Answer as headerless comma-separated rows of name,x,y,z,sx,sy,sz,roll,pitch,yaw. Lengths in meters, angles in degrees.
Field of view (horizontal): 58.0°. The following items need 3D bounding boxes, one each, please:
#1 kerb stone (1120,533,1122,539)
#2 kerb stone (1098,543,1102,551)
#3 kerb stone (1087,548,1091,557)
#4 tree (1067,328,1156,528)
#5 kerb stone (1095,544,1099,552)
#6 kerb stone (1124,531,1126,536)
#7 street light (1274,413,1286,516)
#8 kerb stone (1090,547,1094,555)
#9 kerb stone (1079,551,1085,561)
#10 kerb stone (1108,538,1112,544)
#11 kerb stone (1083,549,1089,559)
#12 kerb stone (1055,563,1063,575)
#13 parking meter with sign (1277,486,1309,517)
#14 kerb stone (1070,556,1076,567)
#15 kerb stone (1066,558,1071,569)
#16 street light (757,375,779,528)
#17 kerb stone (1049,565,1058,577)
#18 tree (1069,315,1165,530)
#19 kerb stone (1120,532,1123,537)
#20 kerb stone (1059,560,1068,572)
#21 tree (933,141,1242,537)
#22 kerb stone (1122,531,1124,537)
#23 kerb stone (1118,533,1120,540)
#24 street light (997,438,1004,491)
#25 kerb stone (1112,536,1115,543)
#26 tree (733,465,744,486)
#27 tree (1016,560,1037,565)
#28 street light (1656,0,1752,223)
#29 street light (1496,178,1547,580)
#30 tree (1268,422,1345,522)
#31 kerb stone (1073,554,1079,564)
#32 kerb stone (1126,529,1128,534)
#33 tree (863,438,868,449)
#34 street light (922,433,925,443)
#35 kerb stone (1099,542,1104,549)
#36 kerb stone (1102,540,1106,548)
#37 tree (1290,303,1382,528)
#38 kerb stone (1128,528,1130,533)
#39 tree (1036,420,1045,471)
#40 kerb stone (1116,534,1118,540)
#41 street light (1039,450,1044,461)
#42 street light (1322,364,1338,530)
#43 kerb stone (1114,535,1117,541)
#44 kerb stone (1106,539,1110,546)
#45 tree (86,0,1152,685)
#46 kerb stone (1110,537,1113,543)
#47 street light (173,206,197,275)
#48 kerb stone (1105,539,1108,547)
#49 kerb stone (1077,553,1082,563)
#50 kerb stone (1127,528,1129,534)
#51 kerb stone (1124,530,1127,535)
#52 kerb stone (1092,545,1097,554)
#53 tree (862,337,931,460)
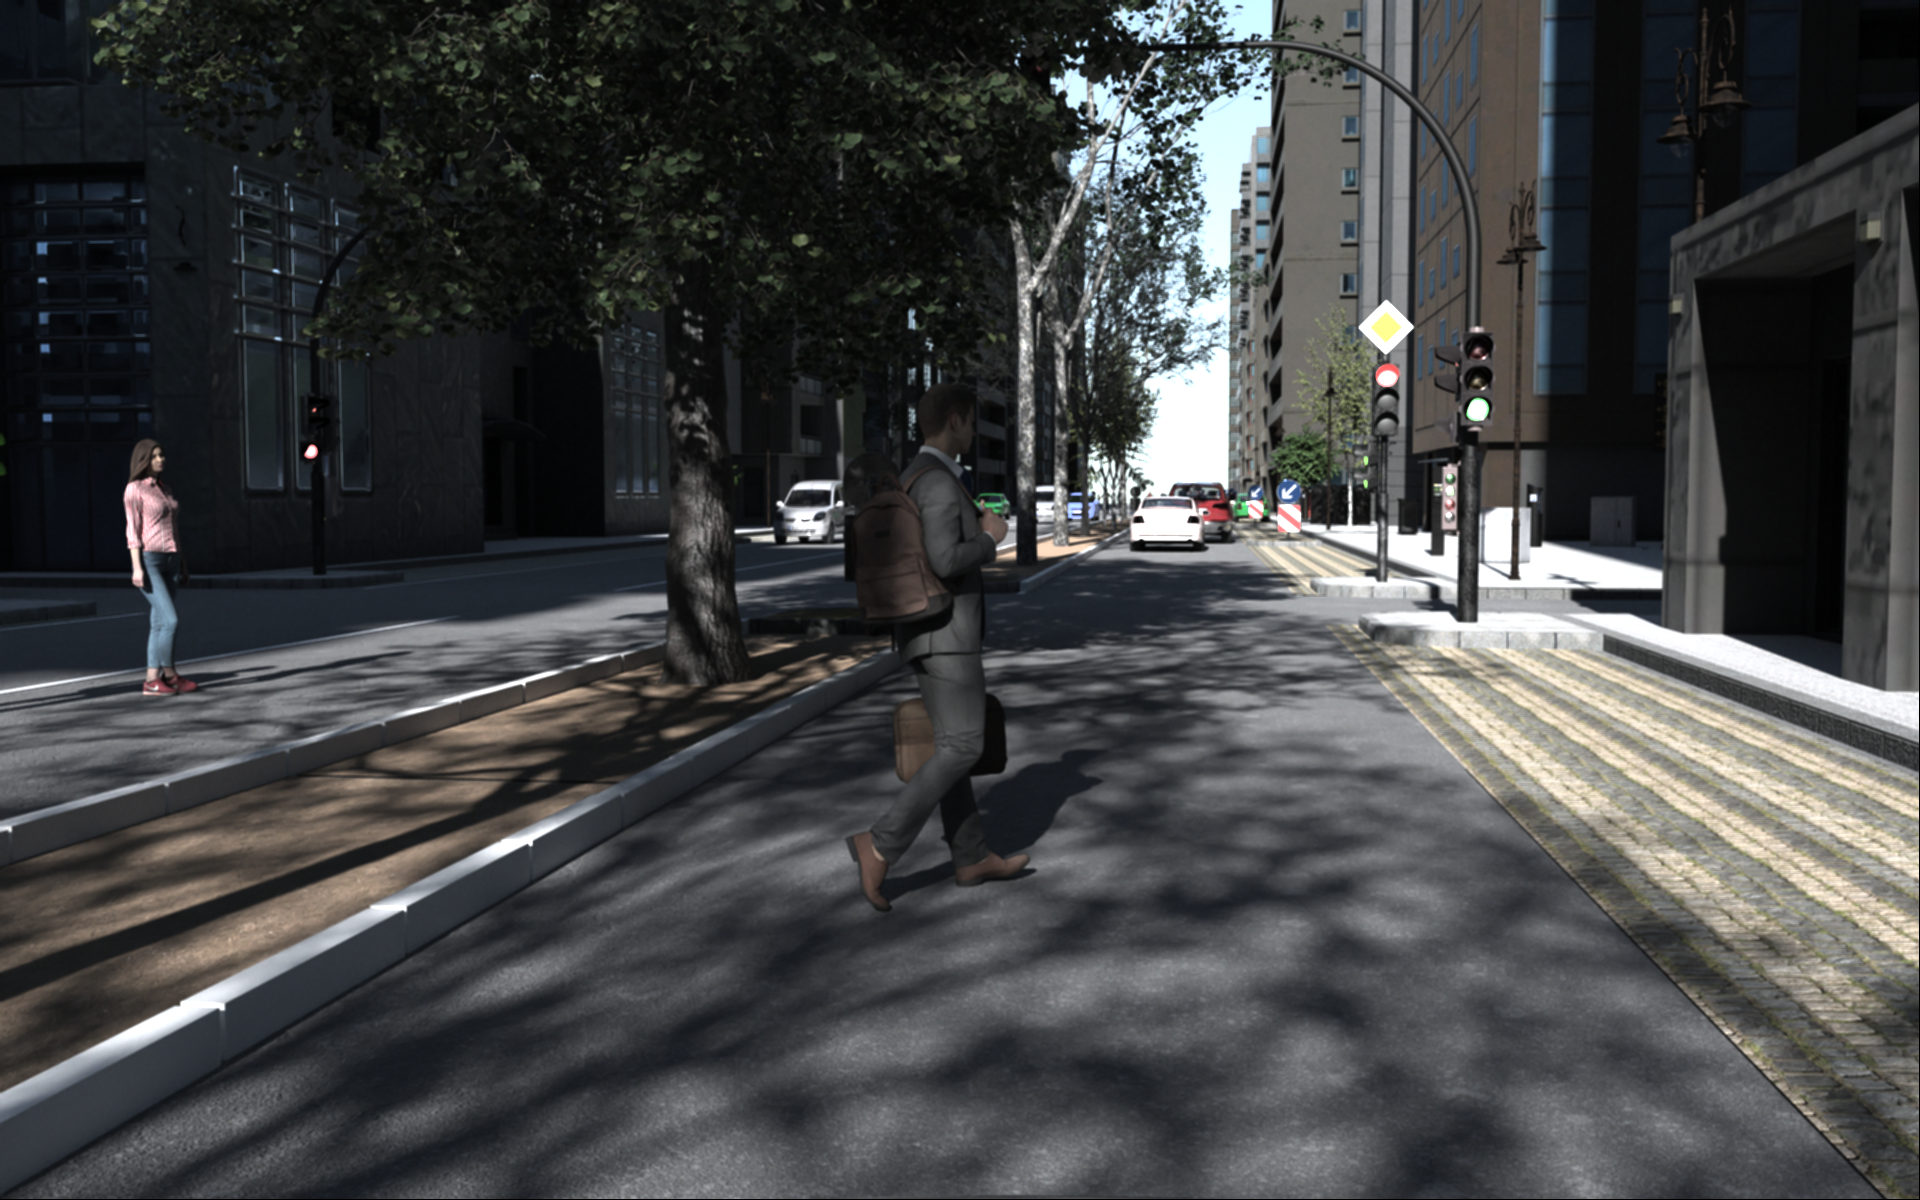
kerb stone,4.893,-1.955,54.159,0.120,0.150,1.000,0,4,8
kerb stone,3.363,-1.271,42.979,0.120,0.150,1.000,0,4,8
kerb stone,2.806,-1.023,38.915,0.120,0.150,1.000,0,4,8
tree,6.984,-7.727,79.162,4.737,8.622,4.395,0,3,0
kerb stone,3.225,-1.209,41.966,0.120,0.150,1.000,0,4,8
kerb stone,5.305,-2.134,57.214,0.120,0.150,1.000,0,4,8
street light,18.841,-7.936,102.541,0.468,5.910,1.993,0,4,8
kerb stone,2.938,-1.085,39.929,0.120,0.150,1.000,0,4,8
kerb stone,2.523,-0.895,36.869,0.120,0.150,1.000,0,4,8
kerb stone,4.060,-1.582,48.063,0.120,0.150,1.000,0,4,8
kerb stone,2.667,-0.960,37.897,0.120,0.150,1.000,0,4,8
kerb stone,1.694,-0.524,30.768,0.120,0.150,1.000,0,4,8
parking meter with sign,18.571,-6.136,96.582,1.738,3.016,0.543,1,4,10
kerb stone,2.114,-0.711,33.812,0.120,0.150,1.000,0,4,8
kerb stone,1.967,-0.648,32.801,0.120,0.150,1.000,0,4,8
street light,-7.238,-5.666,65.424,0.468,5.910,1.993,0,4,8
kerb stone,1.546,-0.462,29.754,0.120,0.150,1.000,0,4,8
tree,6.145,-7.089,68.727,4.360,8.622,3.978,0,3,0
kerb stone,5.031,-2.017,55.173,0.120,0.150,1.000,0,4,8
kerb stone,1.832,-0.587,31.786,0.120,0.150,1.000,0,4,8
tree,4.229,-8.903,58.393,12.009,13.543,11.850,0,3,0
kerb stone,5.171,-2.079,56.188,0.120,0.150,1.000,0,4,8
kerb stone,4.751,-1.892,53.137,0.120,0.150,1.000,0,4,8
street light,3.259,-10.264,140.609,0.468,5.910,1.993,0,4,8
kerb stone,4.334,-1.706,50.090,0.120,0.150,1.000,0,4,8
tree,-8.607,-4.027,60.438,1.663,3.219,1.824,0,3,0
tree,2.427,-10.689,33.109,12.611,20.169,13.585,0,3,0
street light,7.083,-2.683,16.648,0.468,5.910,1.993,0,4,8
street light,8.316,-3.242,25.792,0.468,5.910,1.993,0,4,8
tree,15.746,-5.833,79.076,4.285,4.588,4.351,0,3,0
kerb stone,2.246,-0.772,34.831,0.120,0.150,1.000,0,4,8
kerb stone,5.589,-2.266,59.238,0.120,0.150,1.000,0,4,8
tree,-5.756,-6.122,83.810,4.285,4.588,4.351,0,3,0
street light,-1.777,-8.012,103.778,0.468,5.910,1.993,0,4,8
kerb stone,3.500,-1.333,43.994,0.120,0.150,1.000,0,4,8
kerb stone,3.643,-1.395,45.007,0.120,0.150,1.000,0,4,8
tree,14.806,-7.066,65.887,4.737,8.622,4.395,0,3,0
kerb stone,5.858,-2.390,61.268,0.120,0.150,1.000,0,4,8
tree,6.705,-13.600,172.724,4.737,8.622,4.395,0,3,0
kerb stone,4.608,-1.826,52.118,0.120,0.150,1.000,0,4,8
street light,8.277,-12.478,176.801,0.468,5.910,1.993,0,4,8
street light,13.213,-5.455,61.969,0.468,5.910,1.993,0,4,8
kerb stone,4.475,-1.768,51.103,0.120,0.150,1.000,0,4,8
kerb stone,3.914,-1.518,47.037,0.120,0.150,1.000,0,4,8
tree,-1.931,-6.335,12.693,9.857,13.997,8.962,0,3,0
kerb stone,4.191,-1.644,49.077,0.120,0.150,1.000,0,4,8
street light,-12.067,-3.385,28.133,0.468,5.910,1.993,0,4,8
kerb stone,3.772,-1.457,46.025,0.120,0.150,1.000,0,4,8
kerb stone,2.386,-0.835,35.852,0.120,0.150,1.000,0,4,8
kerb stone,5.722,-2.328,60.255,0.120,0.150,1.000,0,4,8
kerb stone,5.453,-2.195,58.225,0.120,0.150,1.000,0,4,8
kerb stone,3.087,-1.147,40.954,0.120,0.150,1.000,0,4,8
tree,-3.917,-9.731,93.522,7.601,10.594,8.767,0,4,1
